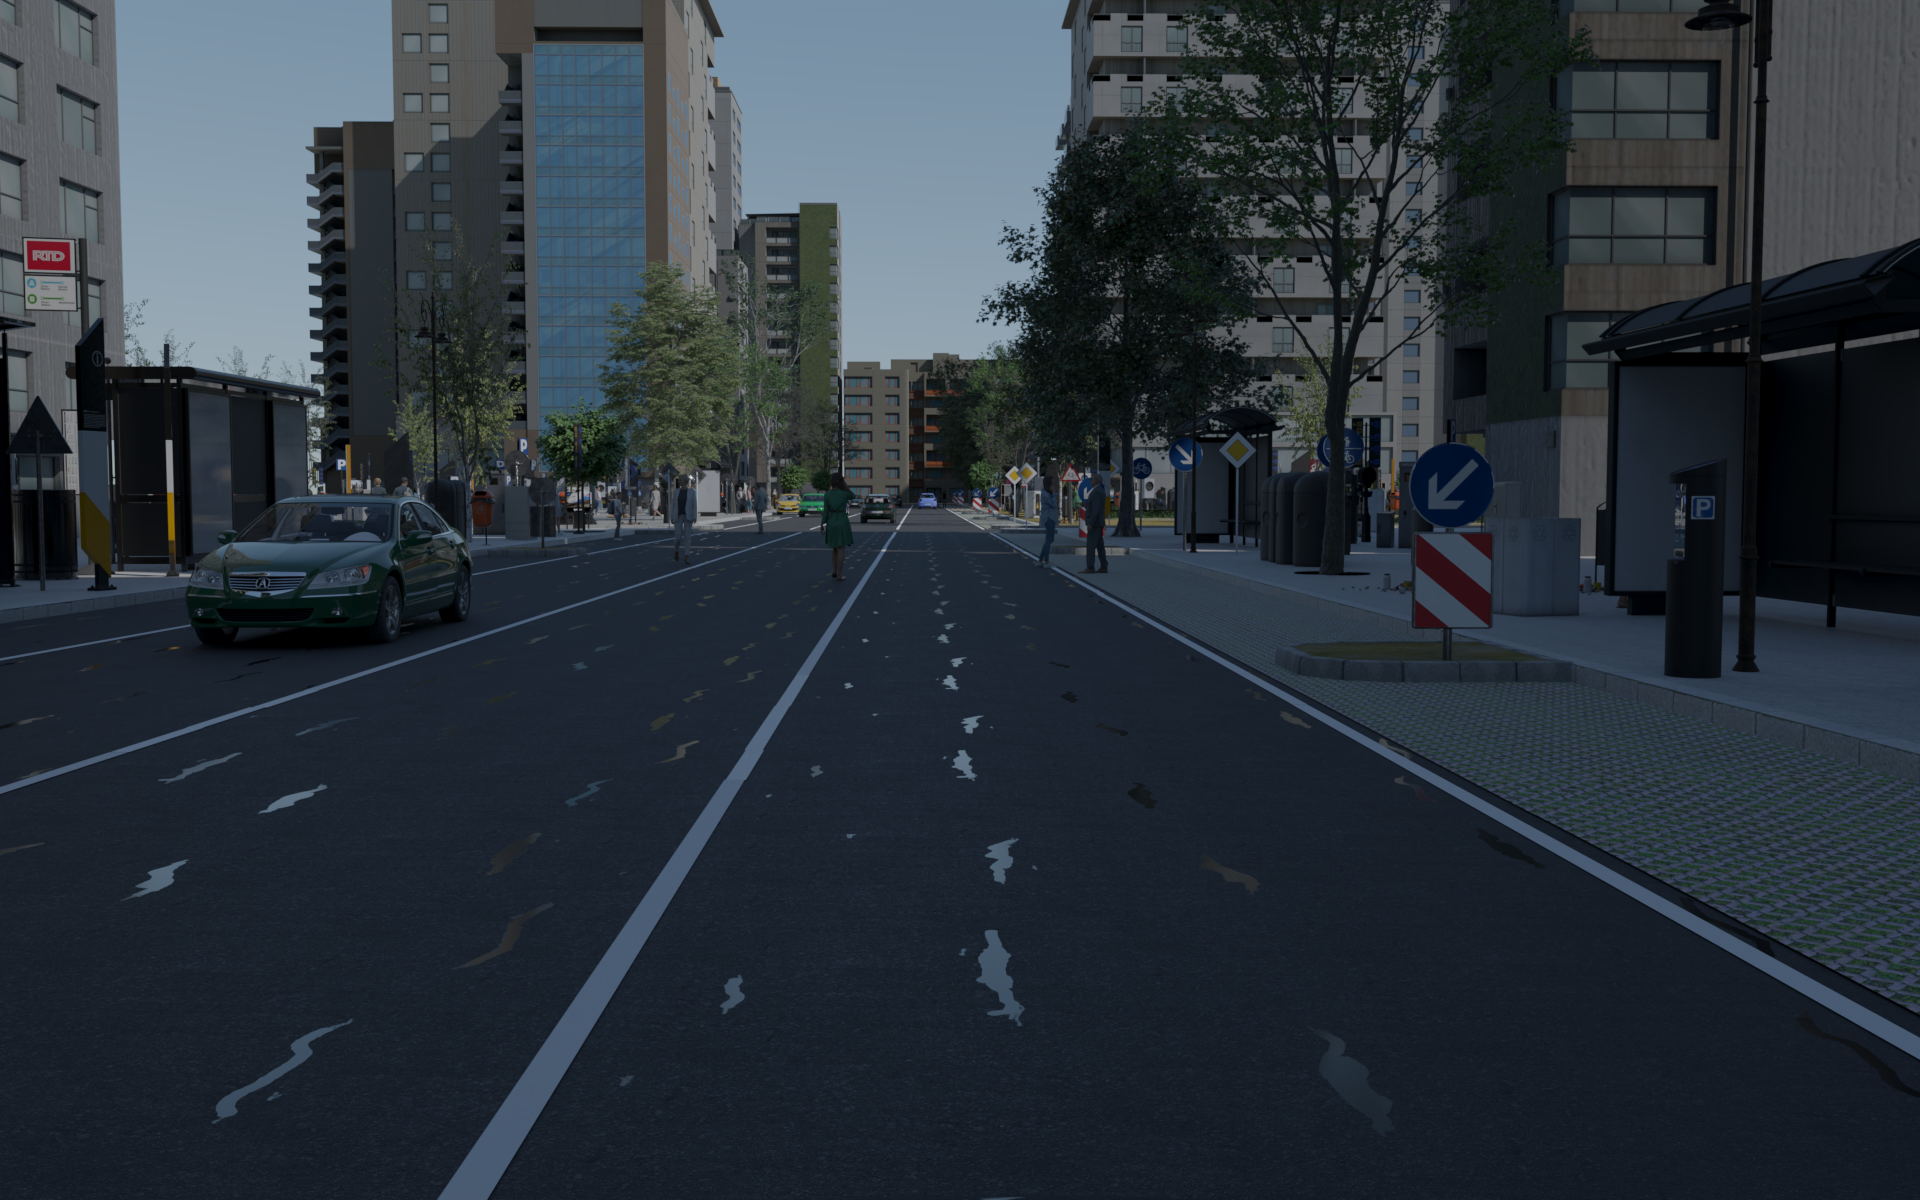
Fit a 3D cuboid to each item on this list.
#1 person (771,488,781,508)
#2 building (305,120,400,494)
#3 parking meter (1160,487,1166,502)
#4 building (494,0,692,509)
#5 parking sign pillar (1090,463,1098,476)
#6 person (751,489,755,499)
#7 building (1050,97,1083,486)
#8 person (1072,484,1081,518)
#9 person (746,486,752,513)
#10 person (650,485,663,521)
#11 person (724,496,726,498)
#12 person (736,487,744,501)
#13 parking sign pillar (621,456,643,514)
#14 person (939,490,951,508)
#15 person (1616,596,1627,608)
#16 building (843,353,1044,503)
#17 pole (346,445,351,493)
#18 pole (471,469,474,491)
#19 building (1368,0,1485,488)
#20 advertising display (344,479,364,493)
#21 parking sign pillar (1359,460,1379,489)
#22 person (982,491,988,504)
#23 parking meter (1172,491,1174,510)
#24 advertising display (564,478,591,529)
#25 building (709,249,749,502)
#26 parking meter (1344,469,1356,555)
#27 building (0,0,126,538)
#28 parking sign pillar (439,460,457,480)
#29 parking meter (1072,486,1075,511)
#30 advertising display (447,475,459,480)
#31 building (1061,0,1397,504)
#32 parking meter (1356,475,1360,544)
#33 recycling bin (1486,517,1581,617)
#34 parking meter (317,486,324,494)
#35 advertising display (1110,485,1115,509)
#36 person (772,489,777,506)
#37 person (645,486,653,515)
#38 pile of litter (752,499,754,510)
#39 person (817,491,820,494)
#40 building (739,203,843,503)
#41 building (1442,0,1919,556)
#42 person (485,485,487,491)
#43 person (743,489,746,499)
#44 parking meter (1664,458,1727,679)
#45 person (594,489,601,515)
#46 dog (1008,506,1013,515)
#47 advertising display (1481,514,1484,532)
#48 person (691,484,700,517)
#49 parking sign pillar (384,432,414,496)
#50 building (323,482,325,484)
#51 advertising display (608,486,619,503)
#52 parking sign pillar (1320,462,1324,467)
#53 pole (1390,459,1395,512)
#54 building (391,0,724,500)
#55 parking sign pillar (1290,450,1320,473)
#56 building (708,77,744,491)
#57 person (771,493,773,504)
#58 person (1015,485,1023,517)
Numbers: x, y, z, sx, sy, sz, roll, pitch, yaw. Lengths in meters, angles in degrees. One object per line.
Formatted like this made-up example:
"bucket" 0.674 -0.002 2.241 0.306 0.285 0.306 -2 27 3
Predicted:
"person" -17.280 -9.534 161.893 1.348 1.831 0.705 1 4 13
"building" -67.132 -33.882 204.074 14.200 45.320 14.600 0 4 -1
"parking meter" 15.889 -7.932 135.406 0.399 1.863 0.255 1 4 20
"building" -31.630 -30.736 152.643 14.600 45.320 14.200 0 4 -1
"parking sign pillar" 10.764 -8.972 135.164 1.447 3.967 1.447 2 4 23
"person" -19.675 -9.714 165.001 1.348 1.807 0.705 2 4 35
"building" 22.523 -35.379 198.049 23.786 49.044 30.456 0 4 -1
"person" 6.242 -5.268 92.426 0.600 1.795 0.529 -2 4 -35
"person" -13.976 -6.655 114.862 0.388 1.821 0.555 -2 4 -29
"person" -14.646 -4.698 83.607 0.760 1.731 0.466 1 4 12
"person" -23.467 -9.954 168.415 1.348 1.869 0.705 -1 4 -12
"person" -16.003 -7.348 126.588 0.834 1.777 0.661 3 5 42
"parking sign pillar" -21.557 -7.646 113.477 1.447 3.967 1.447 1 4 19
"person" -1.639 -10.767 184.559 1.348 1.822 0.705 2 4 27
"person" 7.629 -0.812 19.559 0.529 1.795 0.600 -1 4 -20
"building" -1.984 -24.990 253.622 28.899 21.520 27.650 0 4 -1
"pole" -25.344 -4.769 71.821 0.158 3.312 0.155 0 3 0
"pole" -40.040 -9.074 142.200 0.158 3.312 0.155 0 3 0
"building" 58.555 -40.446 203.291 28.212 58.520 21.231 0 4 -1
"advertising display" -26.440 -4.304 75.584 0.123 1.923 0.974 2 4 29
"parking sign pillar" 27.272 -7.773 115.563 1.447 3.967 1.447 2 4 24
"person" 3.252 -12.928 217.947 0.617 1.759 0.750 3 5 43
"parking meter" 14.416 -6.604 116.389 0.372 1.533 0.369 0 3 0
"advertising display" -14.008 -3.562 63.458 0.974 1.923 0.123 -3 4 -37
"building" -32.376 -26.517 205.255 14.107 30.474 14.160 0 4 -1
"parking meter" 8.038 -1.883 36.490 0.255 1.863 0.399 -3 5 -39
"building" -31.585 -22.180 46.234 14.086 41.232 14.154 0 4 -1
"parking sign pillar" -38.277 -8.639 129.724 1.447 3.967 1.447 1 4 12
"parking meter" 8.566 -7.561 129.338 0.255 1.863 0.399 2 4 25
"advertising display" -17.306 -3.301 59.179 0.123 1.923 0.974 0 4 0
"building" 25.229 -35.433 168.561 28.713 52.752 27.495 0 4 -1
"parking meter" 10.071 -2.380 44.624 0.399 1.863 0.255 2 4 24
"recycling bin" 6.109 -0.363 18.488 0.722 1.027 0.722 -1 4 -18
"parking meter" -45.031 -7.110 121.966 0.255 1.863 0.399 2 4 30
"advertising display" 10.251 -7.046 120.414 0.974 1.923 0.123 0 4 -2
"person" -16.490 -9.069 155.046 0.721 1.736 1.217 1 4 19
"person" -19.293 -6.243 108.218 0.767 1.812 0.694 1 4 21
"pile of litter" -16.474 -7.759 140.818 1.176 0.858 1.719 1 4 12
"person" -17.936 -12.940 218.328 1.217 1.735 0.721 1 4 17
"building" -23.801 -34.329 244.879 14.086 41.232 14.154 0 4 -1
"building" 19.163 -16.513 41.684 14.160 30.474 14.107 0 4 -1
"person" -26.927 -5.620 98.278 0.444 1.785 0.601 3 5 44
"person" -19.631 -9.264 158.237 0.721 1.736 1.217 0 4 -4
"parking meter" 5.167 -0.230 12.171 0.372 1.533 0.369 0 3 0
"person" -22.283 -6.097 106.398 0.731 1.740 0.598 2 4 35
"dog" 3.144 -5.600 108.393 0.406 0.507 0.540 -1 4 -19
"advertising display" 17.822 -3.237 58.142 0.123 1.923 0.974 -2 4 -24
"person" -13.674 -5.076 89.384 0.444 1.785 0.601 0 4 6
"parking sign pillar" -24.634 -5.356 76.049 1.447 3.967 1.447 2 4 23
"building" -73.977 -36.330 248.623 28.867 44.769 22.147 0 4 -1
"advertising display" -26.873 -7.887 134.172 0.974 1.923 0.123 0 4 -2
"parking sign pillar" 29.082 -9.243 139.594 1.447 3.967 1.447 0 4 -7
"pole" 25.167 -6.540 100.767 0.158 3.312 0.155 0 3 0
"building" -39.090 -35.723 173.304 28.713 52.752 27.495 0 4 -1
"parking sign pillar" 19.874 -6.868 100.771 1.447 3.967 1.447 0 4 -5
"building" -45.416 -43.157 247.618 28.212 58.520 21.231 0 4 -1
"person" -24.179 -13.016 222.113 0.557 1.426 1.065 1 4 13
"person" 3.314 -5.513 96.356 0.466 1.800 0.511 -1 4 -21
